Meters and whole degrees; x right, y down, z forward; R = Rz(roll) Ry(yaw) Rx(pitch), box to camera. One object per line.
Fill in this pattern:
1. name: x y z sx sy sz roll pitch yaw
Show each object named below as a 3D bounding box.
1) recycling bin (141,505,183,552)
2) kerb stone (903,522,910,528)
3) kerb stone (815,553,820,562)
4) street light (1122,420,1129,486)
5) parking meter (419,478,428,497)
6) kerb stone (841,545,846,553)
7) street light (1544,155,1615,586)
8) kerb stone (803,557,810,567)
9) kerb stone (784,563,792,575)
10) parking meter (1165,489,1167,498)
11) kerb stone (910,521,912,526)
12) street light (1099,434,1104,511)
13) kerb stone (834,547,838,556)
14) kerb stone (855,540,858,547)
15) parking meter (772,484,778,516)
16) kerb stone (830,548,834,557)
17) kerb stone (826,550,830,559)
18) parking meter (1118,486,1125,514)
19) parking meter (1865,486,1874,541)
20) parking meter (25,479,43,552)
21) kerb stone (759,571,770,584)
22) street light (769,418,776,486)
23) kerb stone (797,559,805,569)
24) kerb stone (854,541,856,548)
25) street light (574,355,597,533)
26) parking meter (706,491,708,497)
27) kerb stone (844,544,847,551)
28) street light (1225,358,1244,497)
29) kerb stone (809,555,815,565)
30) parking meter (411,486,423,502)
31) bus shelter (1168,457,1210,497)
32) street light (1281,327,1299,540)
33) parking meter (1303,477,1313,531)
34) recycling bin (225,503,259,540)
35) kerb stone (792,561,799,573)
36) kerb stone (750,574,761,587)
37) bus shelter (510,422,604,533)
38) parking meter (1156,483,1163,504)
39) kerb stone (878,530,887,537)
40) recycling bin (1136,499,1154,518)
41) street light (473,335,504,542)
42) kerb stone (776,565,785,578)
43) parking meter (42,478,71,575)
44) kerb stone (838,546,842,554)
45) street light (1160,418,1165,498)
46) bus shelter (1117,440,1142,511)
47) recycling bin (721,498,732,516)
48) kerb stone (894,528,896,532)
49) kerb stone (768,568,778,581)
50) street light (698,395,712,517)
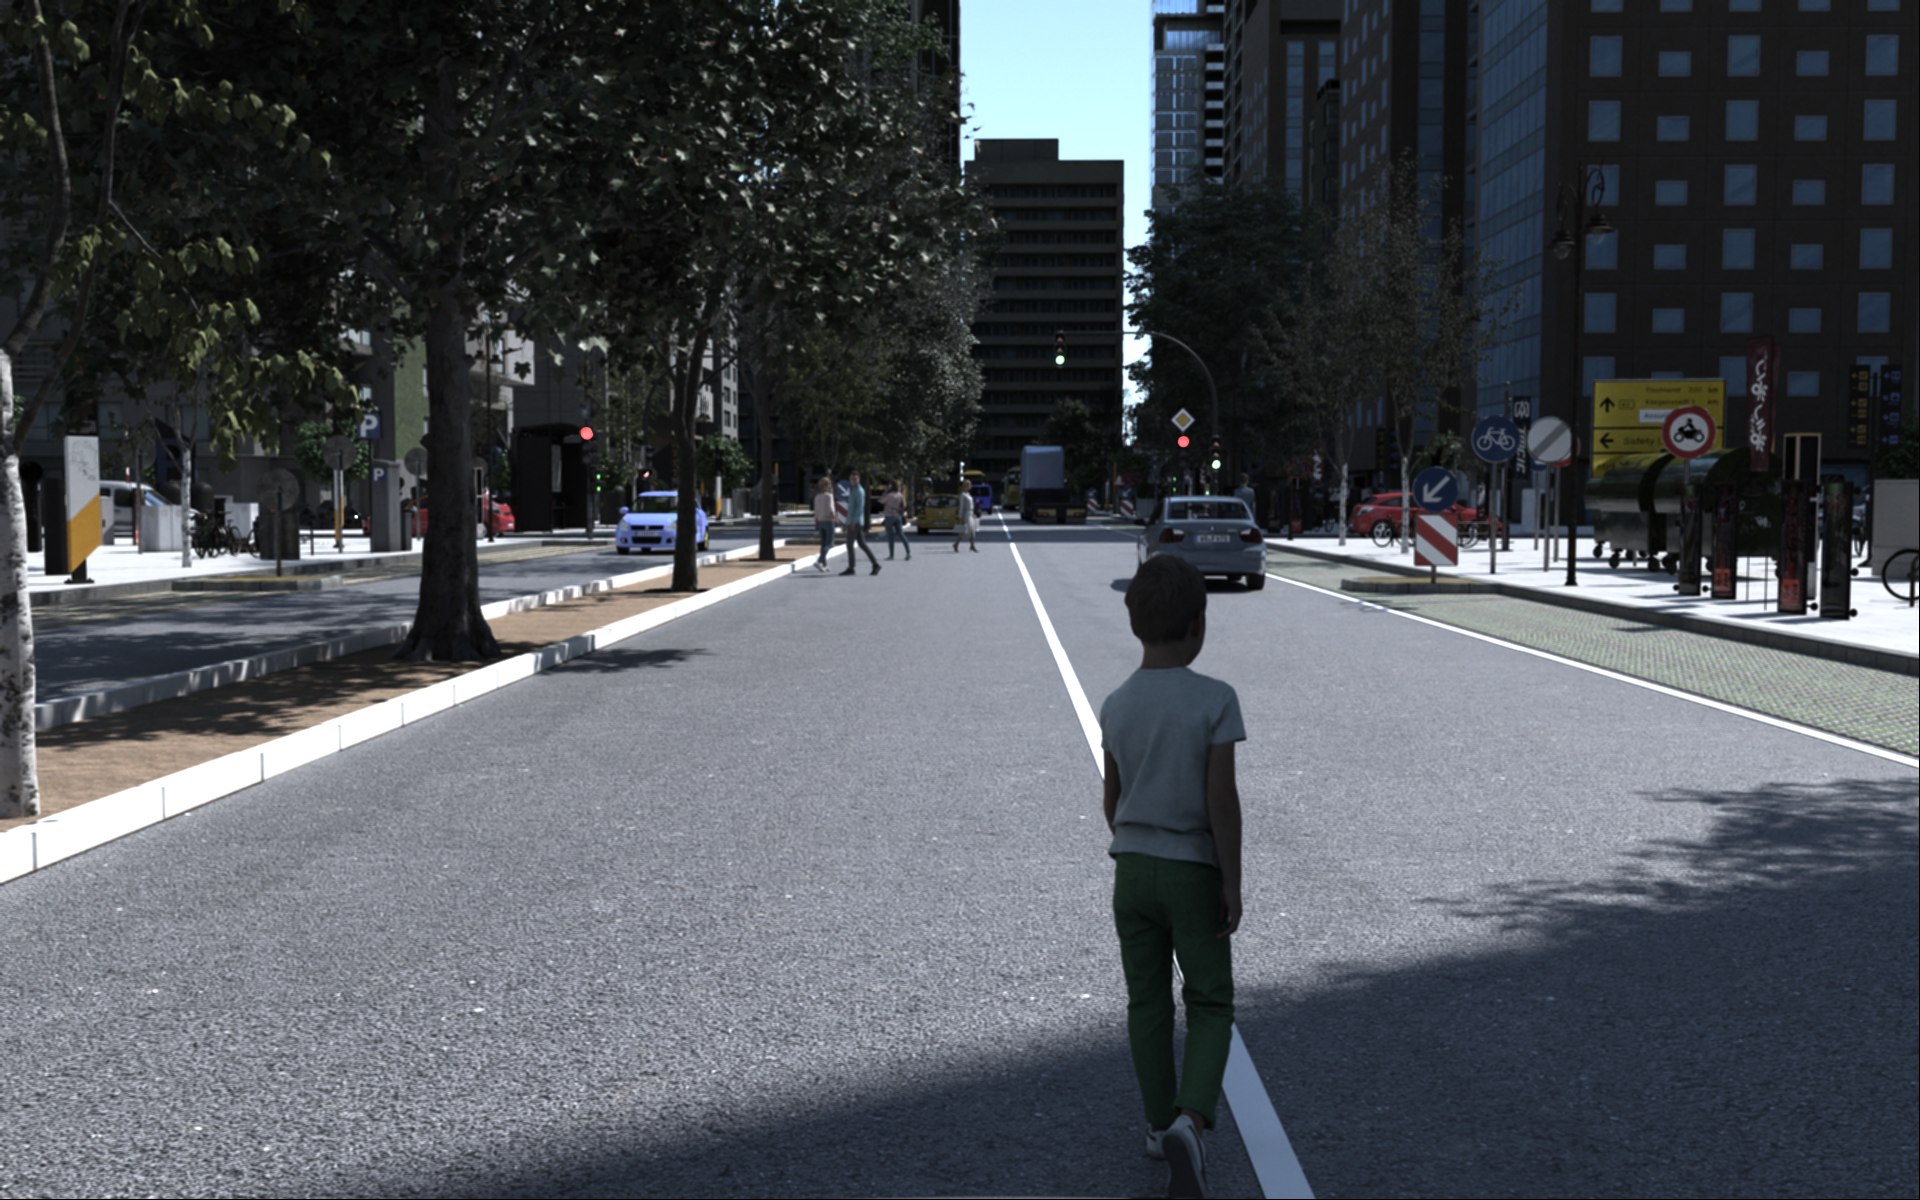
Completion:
1. recycling bin: -17.762 -1.590 38.543 0.722 1.027 0.722 2 4 32
2. kerb stone: -2.347 -3.244 75.230 0.120 0.150 1.000 0 4 1
3. kerb stone: -3.044 -0.833 35.807 0.120 0.150 1.000 0 4 1
4. street light: 10.182 -8.180 106.537 0.468 5.910 1.993 0 4 1
5. parking meter: -19.188 -3.447 62.062 0.399 1.863 0.255 0 4 -8
6. kerb stone: -2.935 -1.203 41.949 0.120 0.150 1.000 0 4 1
7. street light: 8.570 -3.139 24.108 0.468 5.910 1.993 0 4 1
8. kerb stone: -3.084 -0.707 33.756 0.120 0.150 1.000 0 4 1
9. kerb stone: -3.144 -0.520 30.690 0.120 0.150 1.000 0 4 1
10. parking meter: 11.125 -5.270 94.575 0.372 1.533 0.369 0 3 0
11. kerb stone: -2.326 -3.306 76.252 0.120 0.150 1.000 0 4 1
12. street light: 10.617 -9.638 130.371 0.468 5.910 1.993 0 4 1
13. kerb stone: -2.971 -1.080 39.905 0.120 0.150 1.000 0 4 1
14. kerb stone: -2.857 -1.459 46.053 0.120 0.150 1.000 0 4 1
15. parking meter: -11.009 -5.934 102.724 0.399 1.863 0.255 0 4 6
16. kerb stone: -2.993 -1.021 38.883 0.120 0.150 1.000 0 4 1
17. kerb stone: -3.000 -0.958 37.857 0.120 0.150 1.000 0 4 1
18. parking meter: 10.137 -6.306 108.810 0.399 1.863 0.255 -2 4 -28
19. parking meter: 25.218 -2.412 47.854 0.372 1.533 0.369 0 3 0
20. parking meter: -20.638 -2.011 38.589 0.255 1.863 0.399 -1 4 -17
21. kerb stone: -3.188 -0.332 27.618 0.120 0.150 1.000 0 4 1
22. street light: -11.456 -8.113 105.438 0.468 5.910 1.993 0 4 1
23. kerb stone: -3.099 -0.638 32.734 0.120 0.150 1.000 0 4 1
24. kerb stone: -2.878 -1.389 45.021 0.120 0.150 1.000 0 4 1
25. street light: -12.303 -5.154 57.060 0.468 5.910 1.993 0 4 1
26. parking meter: -18.071 -6.993 122.743 0.372 1.533 0.369 0 3 0
27. kerb stone: -2.923 -1.269 42.975 0.120 0.150 1.000 0 4 1
28. street light: 9.310 -5.265 58.868 0.468 5.910 1.993 0 4 1
29. kerb stone: -3.064 -0.770 34.785 0.120 0.150 1.000 0 4 1
30. parking meter: -17.689 -2.937 56.428 0.372 1.533 0.369 0 3 0
31. bus shelter: 12.939 -6.322 97.286 2.014 3.302 5.546 0 4 1
32. street light: 9.180 -4.596 47.939 0.468 5.910 1.993 0 4 1
33. parking meter: 12.134 -3.346 60.419 0.255 1.863 0.399 3 4 38
34. recycling bin: -20.190 -2.211 48.701 0.722 1.027 0.722 0 4 -5
35. kerb stone: -3.118 -0.582 31.712 0.120 0.150 1.000 0 4 1
36. kerb stone: -3.215 -0.269 26.588 0.120 0.150 1.000 0 4 1
37. bus shelter: -13.859 -4.198 59.921 1.731 3.624 6.357 0 4 1
38. parking meter: 9.958 -4.901 85.842 0.399 1.863 0.255 3 4 39
39. kerb stone: -2.637 -2.241 58.848 0.120 0.150 1.000 0 4 1
40. recycling bin: 10.099 -5.002 94.338 0.722 1.027 0.722 -3 4 -37
41. street light: -12.523 -4.483 46.080 0.468 5.910 1.993 0 4 1
42. kerb stone: -3.154 -0.457 29.668 0.120 0.150 1.000 0 4 1
43. parking meter: -14.320 -1.165 27.457 0.372 1.533 0.369 0 3 0
44. kerb stone: -2.953 -1.144 40.927 0.120 0.150 1.000 0 4 1
45. street light: 9.753 -6.723 82.703 0.468 5.910 1.993 0 4 1
46. bus shelter: 12.410 -9.077 126.035 2.179 5.291 8.768 0 4 1
47. recycling bin: -13.666 -5.356 100.126 0.722 1.027 0.722 1 4 14
48. kerb stone: -2.542 -2.553 63.963 0.120 0.150 1.000 0 4 1
49. kerb stone: -3.172 -0.394 28.640 0.120 0.150 1.000 0 4 1
50. street light: -11.972 -6.638 81.325 0.468 5.910 1.993 0 4 1
